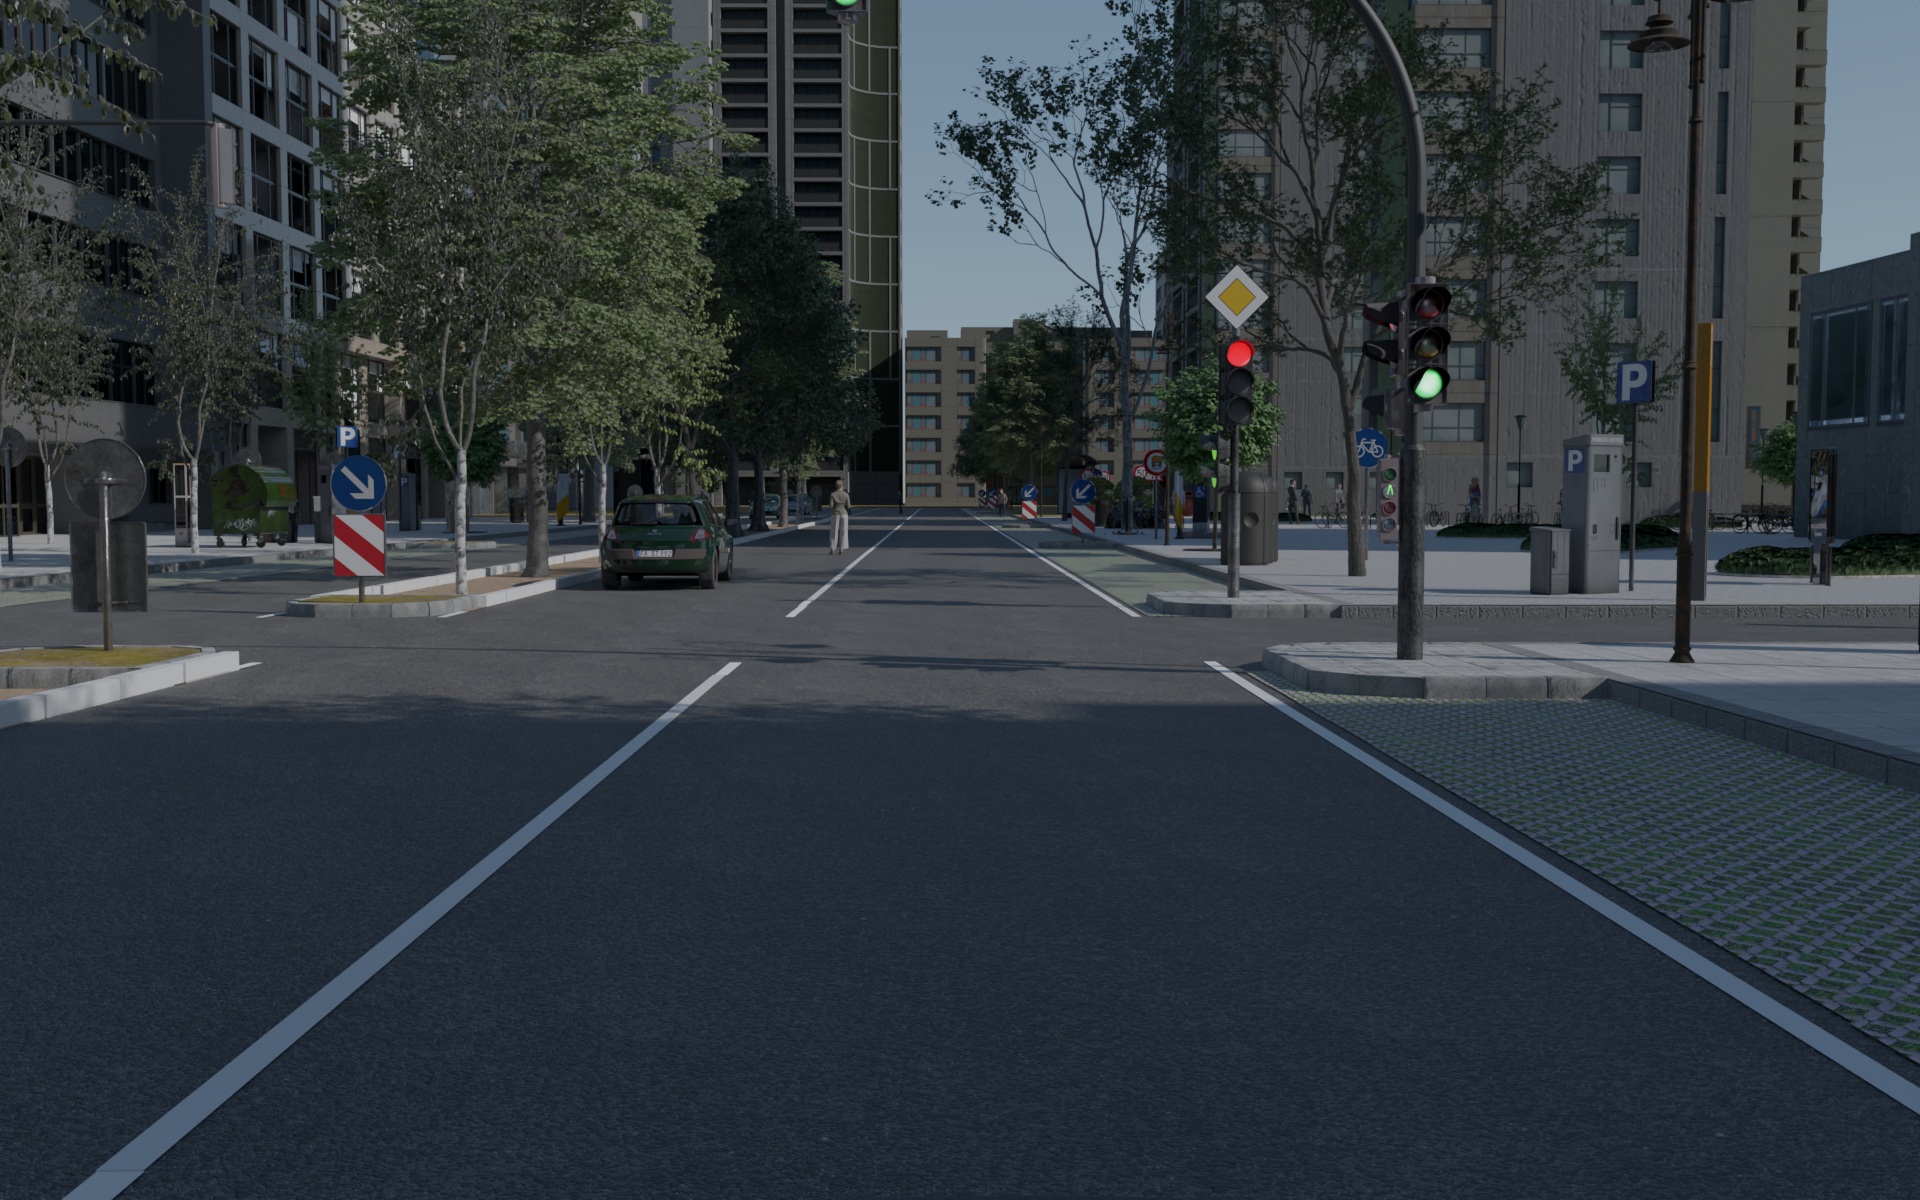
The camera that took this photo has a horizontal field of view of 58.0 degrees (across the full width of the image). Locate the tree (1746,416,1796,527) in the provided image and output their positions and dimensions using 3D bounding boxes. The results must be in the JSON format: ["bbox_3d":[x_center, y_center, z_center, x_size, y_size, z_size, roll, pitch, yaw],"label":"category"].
[{"bbox_3d":[33.187,-5.207,68.851,4.285,4.588,4.351,0,3,0],"label":"tree"}]

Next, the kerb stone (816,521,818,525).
[{"bbox_3d":[-6.765,-3.517,79.823,0.120,0.150,1.000,0,4,-1],"label":"kerb stone"}]

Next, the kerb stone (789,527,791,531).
[{"bbox_3d":[-6.587,-2.647,65.481,0.120,0.150,1.000,0,4,-1],"label":"kerb stone"}]

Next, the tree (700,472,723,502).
[{"bbox_3d":[-17.353,-7.752,121.342,1.663,3.219,1.824,0,3,0],"label":"tree"}]

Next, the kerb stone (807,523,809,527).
[{"bbox_3d":[-6.708,-3.209,74.708,0.120,0.150,1.000,0,4,-1],"label":"kerb stone"}]

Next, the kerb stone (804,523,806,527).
[{"bbox_3d":[-6.677,-3.086,72.657,0.120,0.150,1.000,0,4,-1],"label":"kerb stone"}]

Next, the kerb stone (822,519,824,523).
[{"bbox_3d":[-6.824,-3.775,83.924,0.120,0.150,1.000,0,4,-1],"label":"kerb stone"}]

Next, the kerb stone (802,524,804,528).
[{"bbox_3d":[-6.664,-3.014,71.636,0.120,0.150,1.000,0,4,-1],"label":"kerb stone"}]

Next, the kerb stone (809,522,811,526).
[{"bbox_3d":[-6.722,-3.273,75.731,0.120,0.150,1.000,0,4,-1],"label":"kerb stone"}]

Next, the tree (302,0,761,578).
[{"bbox_3d":[-7.360,-6.677,29.746,7.486,12.596,7.792,0,3,0],"label":"tree"}]

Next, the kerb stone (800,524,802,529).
[{"bbox_3d":[-6.655,-2.961,70.613,0.120,0.150,1.000,0,4,-1],"label":"kerb stone"}]

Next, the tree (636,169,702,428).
[{"bbox_3d":[-7.429,-5.080,35.877,4.360,8.622,3.978,0,3,0],"label":"tree"}]

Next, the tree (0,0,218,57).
[{"bbox_3d":[-6.586,-3.497,9.995,4.360,8.622,3.978,0,3,0],"label":"tree"}]

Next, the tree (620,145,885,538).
[{"bbox_3d":[-7.477,-8.396,56.740,9.611,12.733,9.660,0,3,0],"label":"tree"}]

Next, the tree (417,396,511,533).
[{"bbox_3d":[-16.414,-4.509,57.440,4.285,4.588,4.351,0,3,0],"label":"tree"}]

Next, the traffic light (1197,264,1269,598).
[{"bbox_3d":[3.369,-1.984,21.353,0.839,4.253,0.868,0,4,-1],"label":"traffic light"}]

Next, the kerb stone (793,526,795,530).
[{"bbox_3d":[-6.617,-2.773,67.533,0.120,0.150,1.000,0,4,-1],"label":"kerb stone"}]

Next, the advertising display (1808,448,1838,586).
[{"bbox_3d":[12.215,-1.182,24.542,0.123,1.923,0.974,1,4,12],"label":"advertising display"}]

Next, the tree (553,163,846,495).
[{"bbox_3d":[-7.246,-6.762,47.436,8.767,10.594,7.601,0,4,-1],"label":"tree"}]

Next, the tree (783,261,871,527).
[{"bbox_3d":[-7.758,-9.449,75.068,7.486,12.596,7.792,0,3,0],"label":"tree"}]

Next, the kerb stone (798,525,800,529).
[{"bbox_3d":[-6.642,-2.895,69.591,0.120,0.150,1.000,0,4,-1],"label":"kerb stone"}]

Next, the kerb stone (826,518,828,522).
[{"bbox_3d":[-6.861,-3.963,86.998,0.120,0.150,1.000,0,4,-1],"label":"kerb stone"}]

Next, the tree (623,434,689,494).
[{"bbox_3d":[-17.468,-12.200,109.832,12.009,13.543,11.850,0,3,0],"label":"tree"}]

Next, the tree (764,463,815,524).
[{"bbox_3d":[-7.849,-8.135,85.835,4.360,8.622,3.978,0,3,0],"label":"tree"}]

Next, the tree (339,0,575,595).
[{"bbox_3d":[-6.895,-4.345,23.860,4.360,8.622,3.978,0,3,0],"label":"tree"}]

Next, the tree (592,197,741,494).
[{"bbox_3d":[-7.203,-5.408,41.239,4.737,8.622,4.395,0,3,0],"label":"tree"}]

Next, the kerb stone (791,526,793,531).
[{"bbox_3d":[-6.603,-2.710,66.506,0.120,0.150,1.000,0,4,-1],"label":"kerb stone"}]

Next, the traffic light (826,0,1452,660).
[{"bbox_3d":[1.379,-2.357,13.201,4.771,5.953,1.251,0,4,-1],"label":"traffic light"}]

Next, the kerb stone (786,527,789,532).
[{"bbox_3d":[-6.579,-2.584,64.447,0.120,0.150,1.000,0,4,-1],"label":"kerb stone"}]

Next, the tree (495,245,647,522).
[{"bbox_3d":[-17.401,-10.647,80.735,9.857,13.997,8.962,0,3,0],"label":"tree"}]

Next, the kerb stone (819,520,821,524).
[{"bbox_3d":[-6.803,-3.648,81.877,0.120,0.150,1.000,0,4,-1],"label":"kerb stone"}]

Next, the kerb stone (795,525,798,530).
[{"bbox_3d":[-6.627,-2.836,68.565,0.120,0.150,1.000,0,4,-1],"label":"kerb stone"}]

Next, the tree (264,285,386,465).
[{"bbox_3d":[-22.332,-6.758,60.855,4.737,8.622,4.395,0,3,0],"label":"tree"}]

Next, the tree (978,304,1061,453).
[{"bbox_3d":[4.902,-9.016,81.827,8.767,10.594,7.601,0,4,7],"label":"tree"}]

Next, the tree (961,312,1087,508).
[{"bbox_3d":[4.335,-11.621,108.138,7.486,12.596,7.792,0,3,0],"label":"tree"}]

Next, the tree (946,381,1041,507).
[{"bbox_3d":[3.411,-15.462,169.811,9.611,12.733,9.660,0,3,0],"label":"tree"}]

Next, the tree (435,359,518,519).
[{"bbox_3d":[-24.949,-8.484,89.079,4.737,8.622,4.395,0,3,0],"label":"tree"}]

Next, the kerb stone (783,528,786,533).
[{"bbox_3d":[-6.562,-2.521,63.421,0.120,0.150,1.000,0,4,-1],"label":"kerb stone"}]

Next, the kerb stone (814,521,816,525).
[{"bbox_3d":[-6.749,-3.455,78.798,0.120,0.150,1.000,0,4,-1],"label":"kerb stone"}]

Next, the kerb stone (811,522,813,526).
[{"bbox_3d":[-6.742,-3.334,76.753,0.120,0.150,1.000,0,4,-1],"label":"kerb stone"}]

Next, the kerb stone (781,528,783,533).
[{"bbox_3d":[-6.558,-2.459,62.399,0.120,0.150,1.000,0,4,-1],"label":"kerb stone"}]

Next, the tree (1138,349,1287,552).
[{"bbox_3d":[5.697,-3.389,39.130,4.285,4.588,4.351,0,3,0],"label":"tree"}]

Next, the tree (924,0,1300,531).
[{"bbox_3d":[5.041,-12.436,59.221,12.611,20.169,13.585,0,3,0],"label":"tree"}]

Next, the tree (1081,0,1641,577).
[{"bbox_3d":[6.228,-5.668,27.078,8.767,10.594,7.601,0,4,0],"label":"tree"}]

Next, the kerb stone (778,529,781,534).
[{"bbox_3d":[-6.543,-2.396,61.366,0.120,0.150,1.000,0,4,-1],"label":"kerb stone"}]

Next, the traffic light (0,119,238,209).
[{"bbox_3d":[-11.300,-2.845,21.189,4.771,5.953,1.251,0,4,-1],"label":"traffic light"}]
